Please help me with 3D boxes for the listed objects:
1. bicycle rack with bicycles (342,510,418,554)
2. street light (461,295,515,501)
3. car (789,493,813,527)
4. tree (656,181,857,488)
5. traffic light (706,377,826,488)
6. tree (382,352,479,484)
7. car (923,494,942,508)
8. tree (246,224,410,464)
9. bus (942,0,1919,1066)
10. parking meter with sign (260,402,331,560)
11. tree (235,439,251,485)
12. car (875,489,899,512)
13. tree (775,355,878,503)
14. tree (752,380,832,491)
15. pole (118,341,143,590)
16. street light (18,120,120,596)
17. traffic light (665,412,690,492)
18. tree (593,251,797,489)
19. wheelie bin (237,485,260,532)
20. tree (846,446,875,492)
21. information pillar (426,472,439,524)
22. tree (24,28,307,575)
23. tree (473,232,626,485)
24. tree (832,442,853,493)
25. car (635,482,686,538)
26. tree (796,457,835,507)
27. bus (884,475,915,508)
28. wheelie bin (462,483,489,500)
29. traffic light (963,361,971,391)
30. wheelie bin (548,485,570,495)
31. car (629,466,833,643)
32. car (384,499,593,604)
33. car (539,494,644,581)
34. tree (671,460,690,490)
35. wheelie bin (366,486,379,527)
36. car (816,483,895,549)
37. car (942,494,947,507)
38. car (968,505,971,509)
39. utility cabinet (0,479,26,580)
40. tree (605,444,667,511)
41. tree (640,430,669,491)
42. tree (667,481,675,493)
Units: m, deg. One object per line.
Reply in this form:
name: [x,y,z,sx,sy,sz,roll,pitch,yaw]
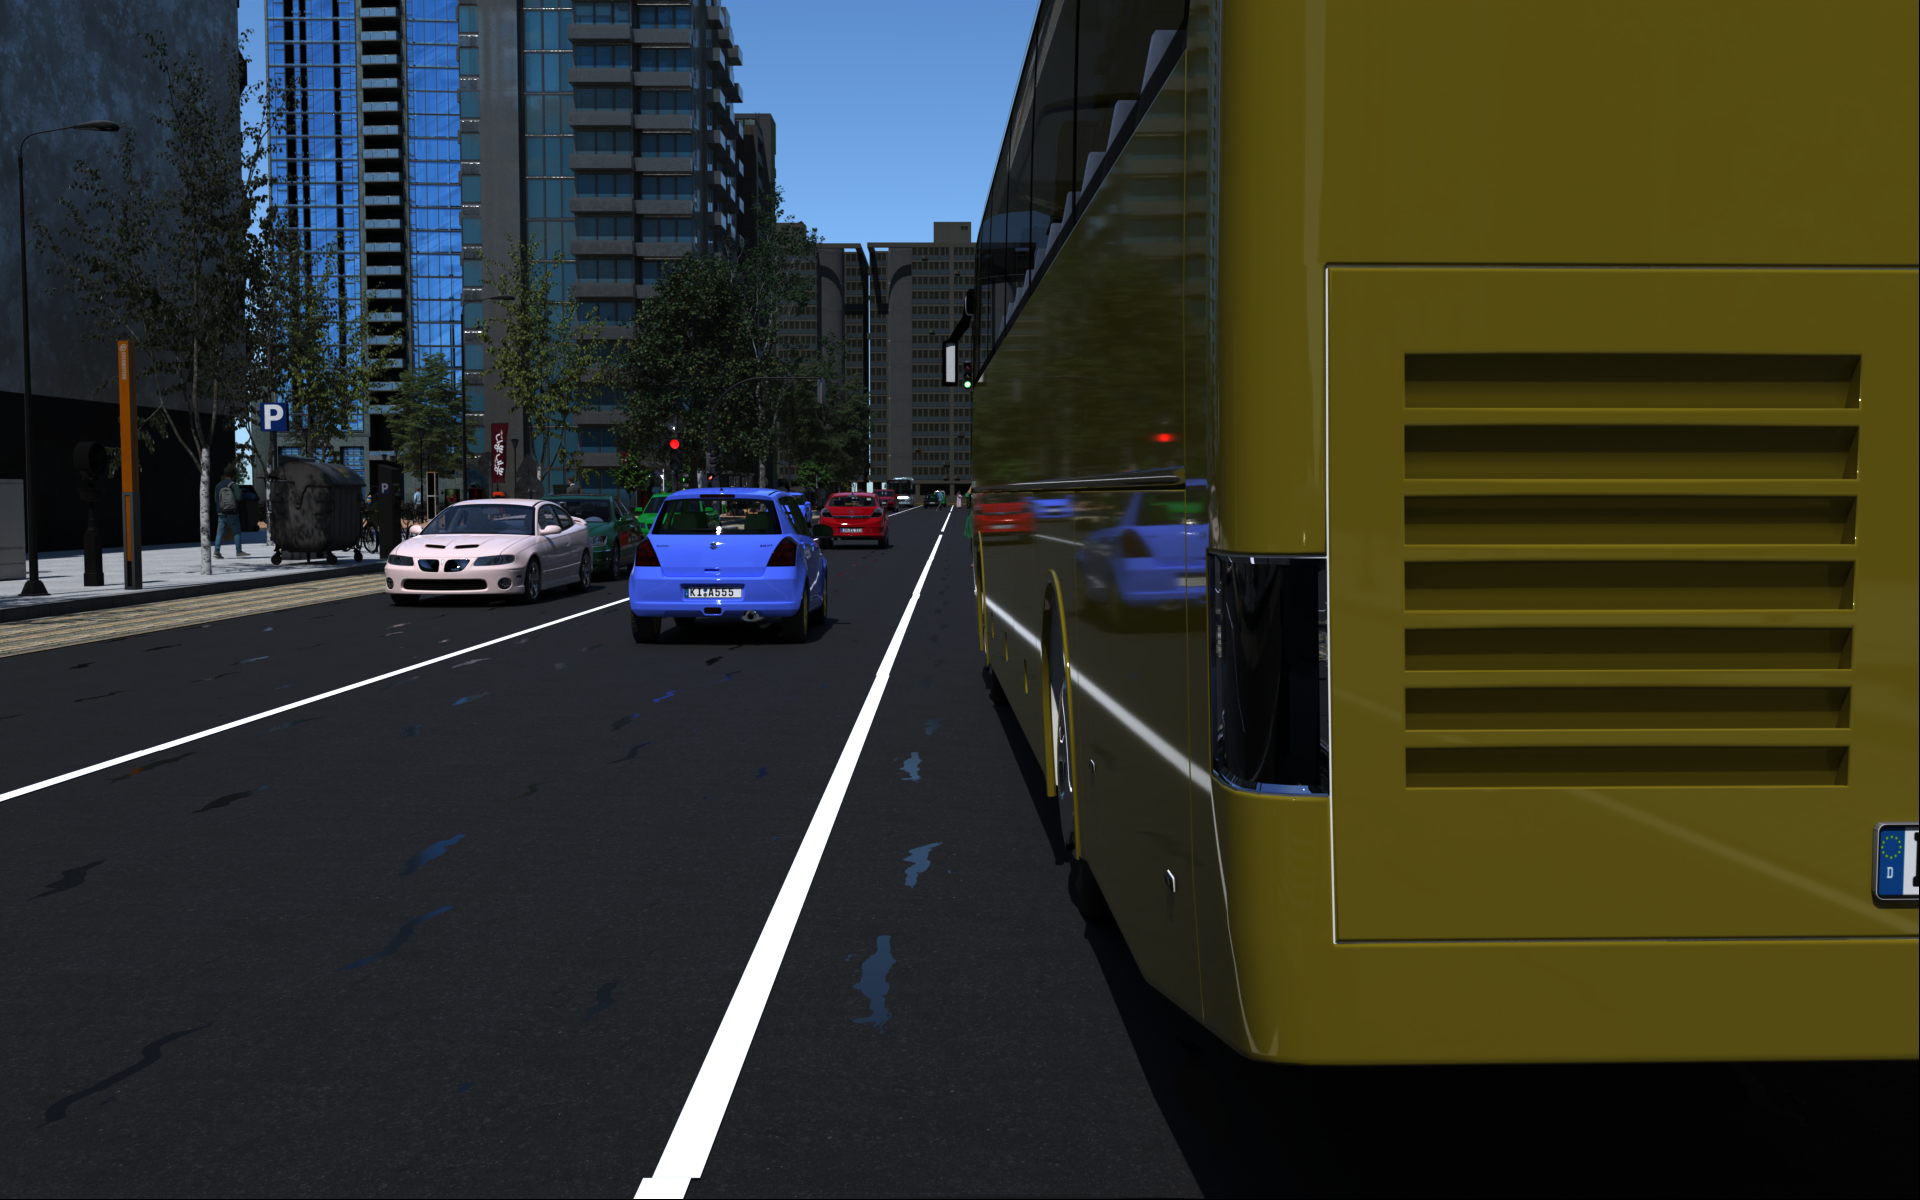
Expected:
bicycle rack with bicycles: [-13.165,-1.465,37.328,2.852,0.926,2.925,-2,4,-31]
street light: [-11.074,-4.159,40.536,1.470,5.913,1.316,0,3,0]
car: [-7.241,-3.897,73.302,1.945,1.707,3.694,0,4,1]
tree: [-12.832,-15.388,107.490,12.611,20.169,13.585,0,3,0]
traffic light: [-7.613,-5.667,67.325,4.771,5.953,1.251,0,3,0]
tree: [-42.126,-13.458,138.164,7.486,12.596,7.792,0,3,0]
car: [-2.715,-10.032,173.808,2.009,1.686,4.222,0,4,2]
tree: [-17.838,-5.992,48.330,4.737,8.622,4.395,0,3,0]
bus: [1.479,-1.048,8.682,2.896,3.916,12.252,0,4,-2]
parking meter with sign: [-12.931,-2.300,33.864,0.543,3.016,1.738,1,4,8]
tree: [-63.112,-10.345,132.040,11.467,7.101,20.602,0,4,3]
car: [-5.976,-7.874,137.420,2.281,1.827,5.304,0,4,1]
tree: [-12.103,-15.332,157.336,9.857,13.997,8.962,0,3,0]
tree: [-13.161,-12.075,131.845,7.601,10.594,8.767,0,4,0]
pole: [-11.101,-1.793,23.166,0.158,3.312,0.155,0,3,0]
street light: [-11.154,-3.007,21.701,1.470,5.913,1.316,0,3,0]
traffic light: [-9.695,-4.305,59.303,0.839,4.253,0.868,0,3,0]
tree: [-12.598,-10.089,81.971,9.611,12.733,9.660,0,3,0]
wheelie bin: [-24.290,-3.122,58.946,0.980,1.594,0.693,1,4,21]
tree: [-12.610,-15.859,209.662,4.360,8.622,3.978,0,3,0]
information pillar: [-17.415,-3.226,57.229,0.304,2.012,0.304,0,4,5]
tree: [-12.156,-4.712,27.404,4.360,8.622,3.978,0,3,0]
tree: [-11.739,-6.013,48.680,4.737,8.622,4.395,0,3,0]
tree: [-12.722,-14.132,181.423,4.737,8.622,4.395,0,3,0]
car: [-7.121,-2.139,43.761,1.959,1.807,4.718,0,4,-1]
tree: [-12.401,-10.054,148.093,4.285,4.588,4.351,0,3,0]
bus: [-6.395,-11.773,187.342,2.948,3.499,13.247,0,4,1]
wheelie bin: [-13.572,-2.481,48.474,0.693,1.594,0.980,-2,4,-30]
traffic light: [2.474,-5.170,59.192,4.771,5.953,1.251,0,3,0]
wheelie bin: [-13.266,-3.045,57.694,0.980,1.594,0.693,-2,4,-26]
car: [-2.311,-0.513,17.977,1.945,1.707,3.694,0,4,0]
car: [-6.425,-0.716,24.064,2.083,1.381,4.827,0,4,2]
car: [-6.628,-1.115,30.026,2.131,1.459,4.920,0,4,-2]
tree: [-21.408,-9.589,140.490,4.285,4.588,4.351,0,3,0]
wheelie bin: [-22.630,-3.645,67.506,0.693,1.594,0.980,2,4,26]
car: [-2.823,-2.294,46.544,2.155,1.783,4.494,0,4,-1]
car: [-2.392,-10.913,187.229,1.959,1.807,4.718,0,4,-1]
car: [1.649,-9.753,171.828,2.083,1.381,4.827,0,4,-2]
utility cabinet: [-14.284,-1.027,25.471,0.318,1.500,1.173,0,4,7]
tree: [-12.656,-4.435,67.113,1.663,3.219,1.824,0,3,0]
tree: [-21.262,-10.500,122.033,4.360,8.622,3.978,0,3,0]
tree: [-21.981,-8.495,133.500,1.663,3.219,1.824,0,3,0]
